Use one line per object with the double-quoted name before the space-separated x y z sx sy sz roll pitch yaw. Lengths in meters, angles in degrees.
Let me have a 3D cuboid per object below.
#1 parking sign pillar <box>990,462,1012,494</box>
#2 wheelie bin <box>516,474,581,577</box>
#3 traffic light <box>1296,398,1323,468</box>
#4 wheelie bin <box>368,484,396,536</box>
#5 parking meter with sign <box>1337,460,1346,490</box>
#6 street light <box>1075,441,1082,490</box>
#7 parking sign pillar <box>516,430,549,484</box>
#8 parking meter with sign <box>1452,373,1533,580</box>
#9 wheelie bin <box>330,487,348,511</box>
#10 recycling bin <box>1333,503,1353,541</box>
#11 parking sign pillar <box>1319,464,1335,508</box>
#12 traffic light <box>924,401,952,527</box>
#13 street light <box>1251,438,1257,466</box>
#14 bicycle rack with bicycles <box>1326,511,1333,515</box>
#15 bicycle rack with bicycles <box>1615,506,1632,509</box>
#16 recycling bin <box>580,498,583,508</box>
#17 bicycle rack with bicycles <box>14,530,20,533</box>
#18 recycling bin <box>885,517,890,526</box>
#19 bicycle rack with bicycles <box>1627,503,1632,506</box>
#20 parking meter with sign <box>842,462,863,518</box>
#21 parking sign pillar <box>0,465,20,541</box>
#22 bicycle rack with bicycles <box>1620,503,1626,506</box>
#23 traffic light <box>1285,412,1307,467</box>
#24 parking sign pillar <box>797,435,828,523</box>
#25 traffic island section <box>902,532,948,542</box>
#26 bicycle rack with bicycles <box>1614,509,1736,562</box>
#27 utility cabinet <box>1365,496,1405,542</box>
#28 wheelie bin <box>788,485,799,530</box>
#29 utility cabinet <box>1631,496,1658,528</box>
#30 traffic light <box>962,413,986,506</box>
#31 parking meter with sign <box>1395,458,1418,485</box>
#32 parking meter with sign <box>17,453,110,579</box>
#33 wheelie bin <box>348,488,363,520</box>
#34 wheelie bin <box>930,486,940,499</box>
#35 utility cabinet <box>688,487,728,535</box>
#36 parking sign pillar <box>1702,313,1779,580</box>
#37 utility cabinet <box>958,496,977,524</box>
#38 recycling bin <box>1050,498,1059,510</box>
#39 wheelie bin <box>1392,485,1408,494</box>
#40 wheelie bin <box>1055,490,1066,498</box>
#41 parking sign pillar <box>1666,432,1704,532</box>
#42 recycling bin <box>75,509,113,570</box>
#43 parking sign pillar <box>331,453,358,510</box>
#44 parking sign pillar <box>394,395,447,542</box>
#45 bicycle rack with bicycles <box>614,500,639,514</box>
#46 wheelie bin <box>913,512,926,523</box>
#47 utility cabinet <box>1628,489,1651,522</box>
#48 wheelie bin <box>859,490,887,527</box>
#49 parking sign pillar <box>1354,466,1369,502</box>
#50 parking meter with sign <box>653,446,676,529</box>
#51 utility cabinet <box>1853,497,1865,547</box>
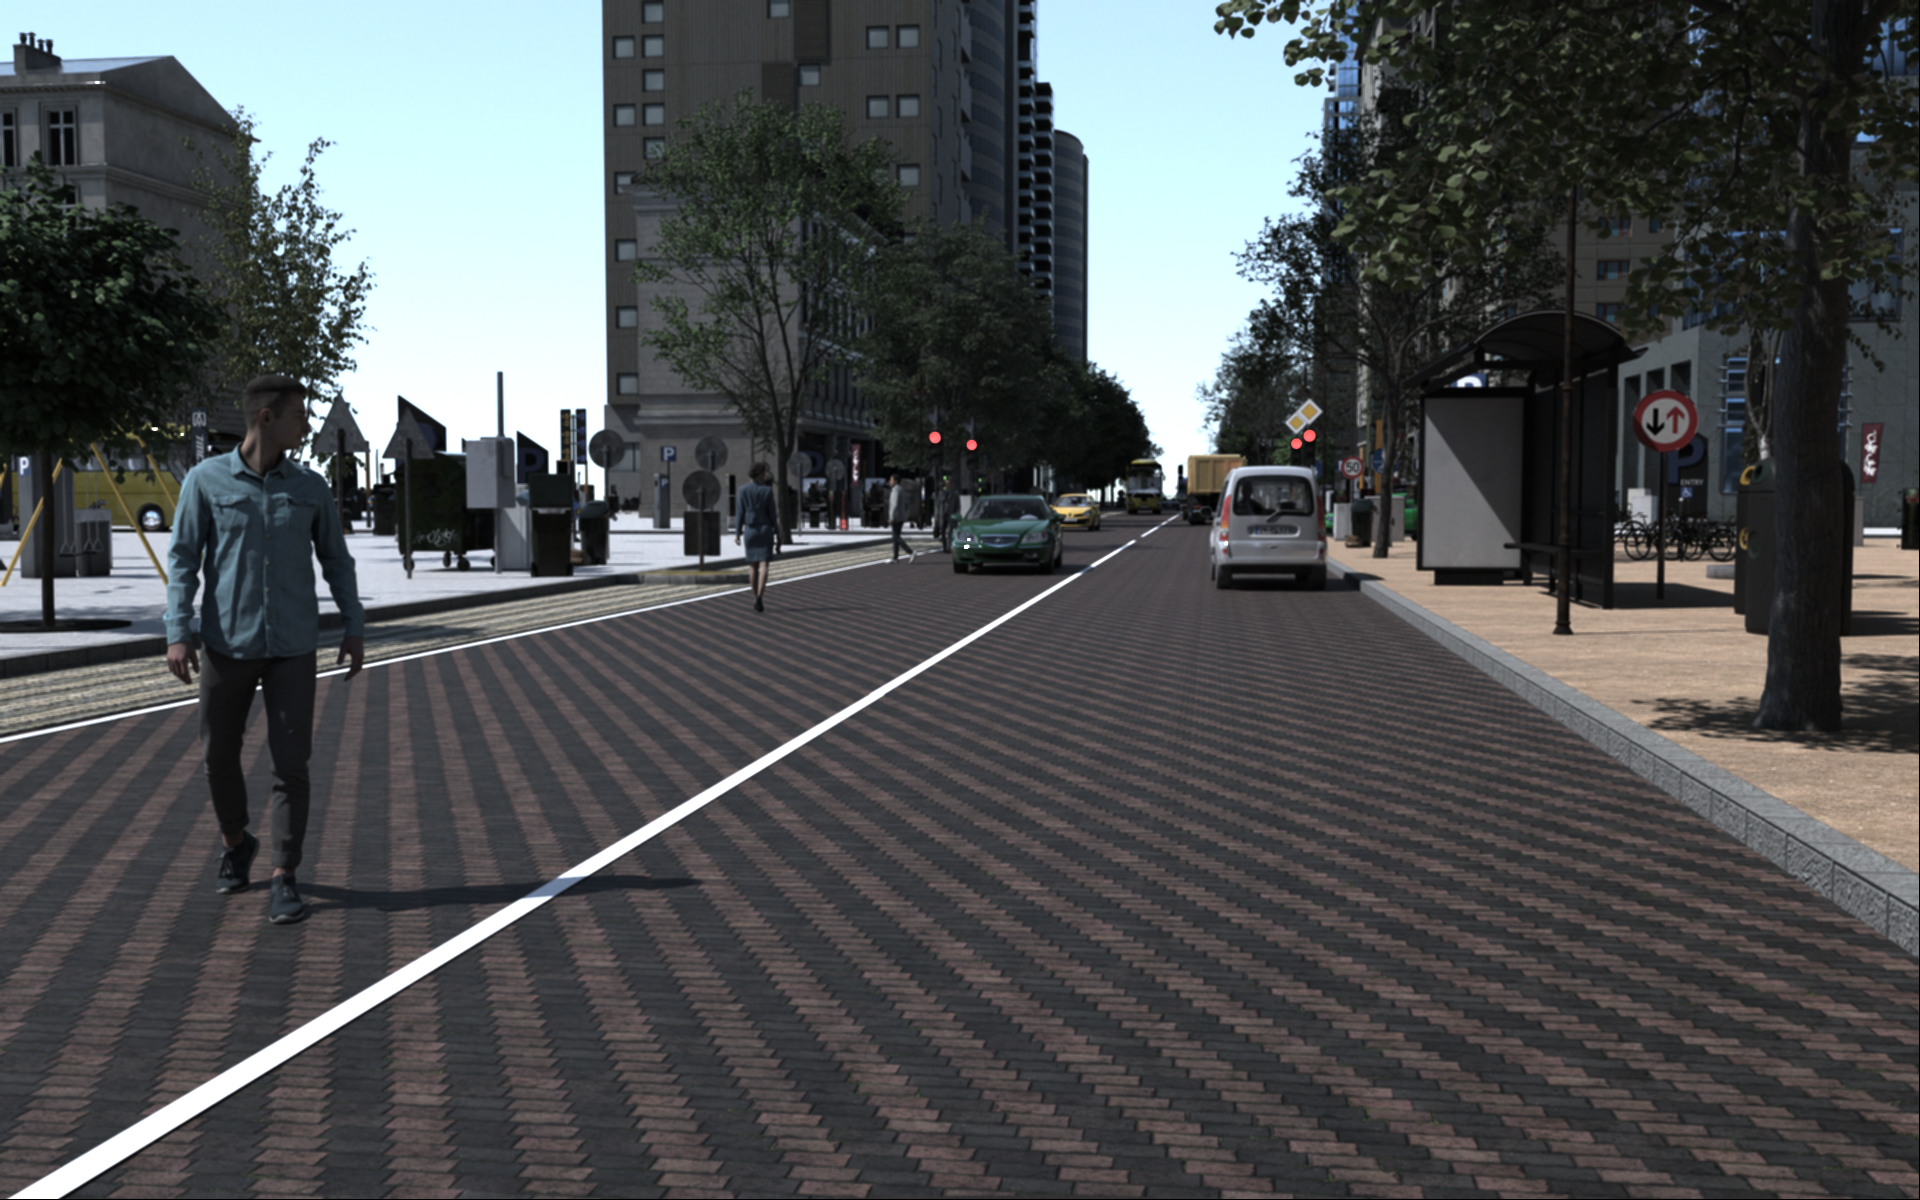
"parking sign pillar" 2.310 -6.636 96.969 1.447 3.967 1.447 3 5 45
"wheelie bin" -6.421 -1.168 27.008 0.980 1.594 0.693 -1 4 -18
"traffic light" 10.209 -3.785 50.811 0.839 4.253 0.868 1 4 8
"wheelie bin" -17.736 -2.789 53.503 0.980 1.594 0.693 -2 4 -30
"parking meter with sign" 19.829 -5.662 88.839 0.543 3.016 1.738 0 4 -4
"street light" 9.515 -10.024 136.682 0.468 5.910 1.993 1 4 8
"parking sign pillar" -17.931 -5.151 72.698 1.447 3.967 1.447 0 4 -8
"parking meter with sign" 7.984 -1.807 25.808 0.543 3.016 1.738 3 5 44
"wheelie bin" -28.719 -4.365 79.269 0.980 1.594 0.693 -1 4 -11
"recycling bin" 10.640 -2.141 47.555 0.722 1.027 0.722 1 4 10
"parking sign pillar" 19.210 -6.331 91.979 1.447 3.967 1.447 0 4 3
"traffic light" -0.690 -3.881 52.382 0.839 4.253 0.868 1 4 8
"street light" 23.427 -10.132 138.441 0.468 5.910 1.993 1 4 8
"bicycle rack with bicycles" 15.498 -3.259 66.673 2.852 0.926 2.925 3 4 37
"bicycle rack with bicycles" 17.413 -1.728 41.635 2.925 0.926 2.852 2 4 29
"recycling bin" -27.540 -6.835 124.304 0.722 1.027 0.722 -2 4 -34
"bicycle rack with bicycles" -29.518 -2.406 52.723 2.925 0.926 2.852 0 4 -4
"recycling bin" -3.345 -3.529 70.259 0.722 1.027 0.722 3 4 39
"bicycle rack with bicycles" 25.985 -3.356 68.258 2.925 0.926 2.852 -1 4 -10
"parking meter with sign" -5.556 -5.969 93.849 1.738 3.016 0.543 -2 4 -23
"parking sign pillar" -26.509 -3.626 47.751 1.447 3.967 1.447 -1 4 -19
"bicycle rack with bicycles" 22.083 -3.032 62.956 2.925 0.926 2.852 0 4 -4
"traffic light" 11.363 -4.269 58.713 0.839 4.253 0.868 1 4 8
"parking sign pillar" -6.685 -5.502 78.433 1.447 3.967 1.447 -1 4 -11
"traffic island section" -0.728 -1.850 52.523 2.009 0.180 2.903 1 4 8
"bicycle rack with bicycles" 14.052 -1.243 33.711 2.852 0.926 2.925 -1 4 -23
"utility cabinet" 11.368 -2.154 46.379 1.020 1.237 0.306 0 4 3
"wheelie bin" -6.145 -3.354 62.752 0.693 1.594 0.980 0 4 1
"utility cabinet" 26.056 -3.350 65.931 0.306 1.237 1.020 -1 4 -23
"traffic light" 0.465 -4.365 60.284 0.839 4.253 0.868 1 4 8
"parking meter with sign" 21.726 -5.430 85.049 0.543 3.016 1.738 -3 5 -44
"parking meter with sign" -13.981 -1.852 26.538 0.543 3.016 1.738 2 4 31
"wheelie bin" -29.734 -4.716 85.017 0.980 1.594 0.693 3 5 42
"wheelie bin" -0.745 -3.863 71.060 0.980 1.594 0.693 0 4 -7
"utility cabinet" -7.729 -2.719 53.138 1.173 1.500 0.318 -1 4 -14
"parking sign pillar" 12.138 -2.310 26.238 1.447 3.967 1.447 1 4 21
"utility cabinet" 0.220 -3.815 73.533 1.020 1.237 0.306 2 4 32
"recycling bin" 6.537 -6.298 115.534 0.722 1.027 0.722 3 5 41
"wheelie bin" 14.932 -3.091 58.451 0.980 1.594 0.693 1 4 20
"wheelie bin" 6.970 -6.833 119.626 0.693 1.594 0.980 -1 4 -17
"parking sign pillar" 23.971 -4.201 57.152 1.447 3.967 1.447 1 4 18
"recycling bin" -14.989 -1.054 29.792 0.722 1.027 0.722 -2 4 -26
"parking sign pillar" -31.187 -6.072 87.746 1.447 3.967 1.447 1 4 17
"parking sign pillar" -14.602 -3.576 46.933 1.447 3.967 1.447 0 4 4
"bicycle rack with bicycles" -22.036 -6.074 112.688 2.925 0.926 2.852 0 4 -2
"wheelie bin" -1.771 -4.193 76.457 0.693 1.594 0.980 2 4 32
"utility cabinet" 27.449 -3.749 69.970 0.318 1.500 1.173 -1 4 -11
"wheelie bin" -3.361 -3.733 68.937 0.980 1.594 0.693 -3 5 -40
"parking sign pillar" 28.147 -8.181 122.226 1.447 3.967 1.447 3 5 43
"parking meter with sign" -11.019 -4.156 64.211 0.543 3.016 1.738 -2 4 -25
"utility cabinet" 21.418 -1.896 42.169 1.020 1.237 0.306 0 4 5
